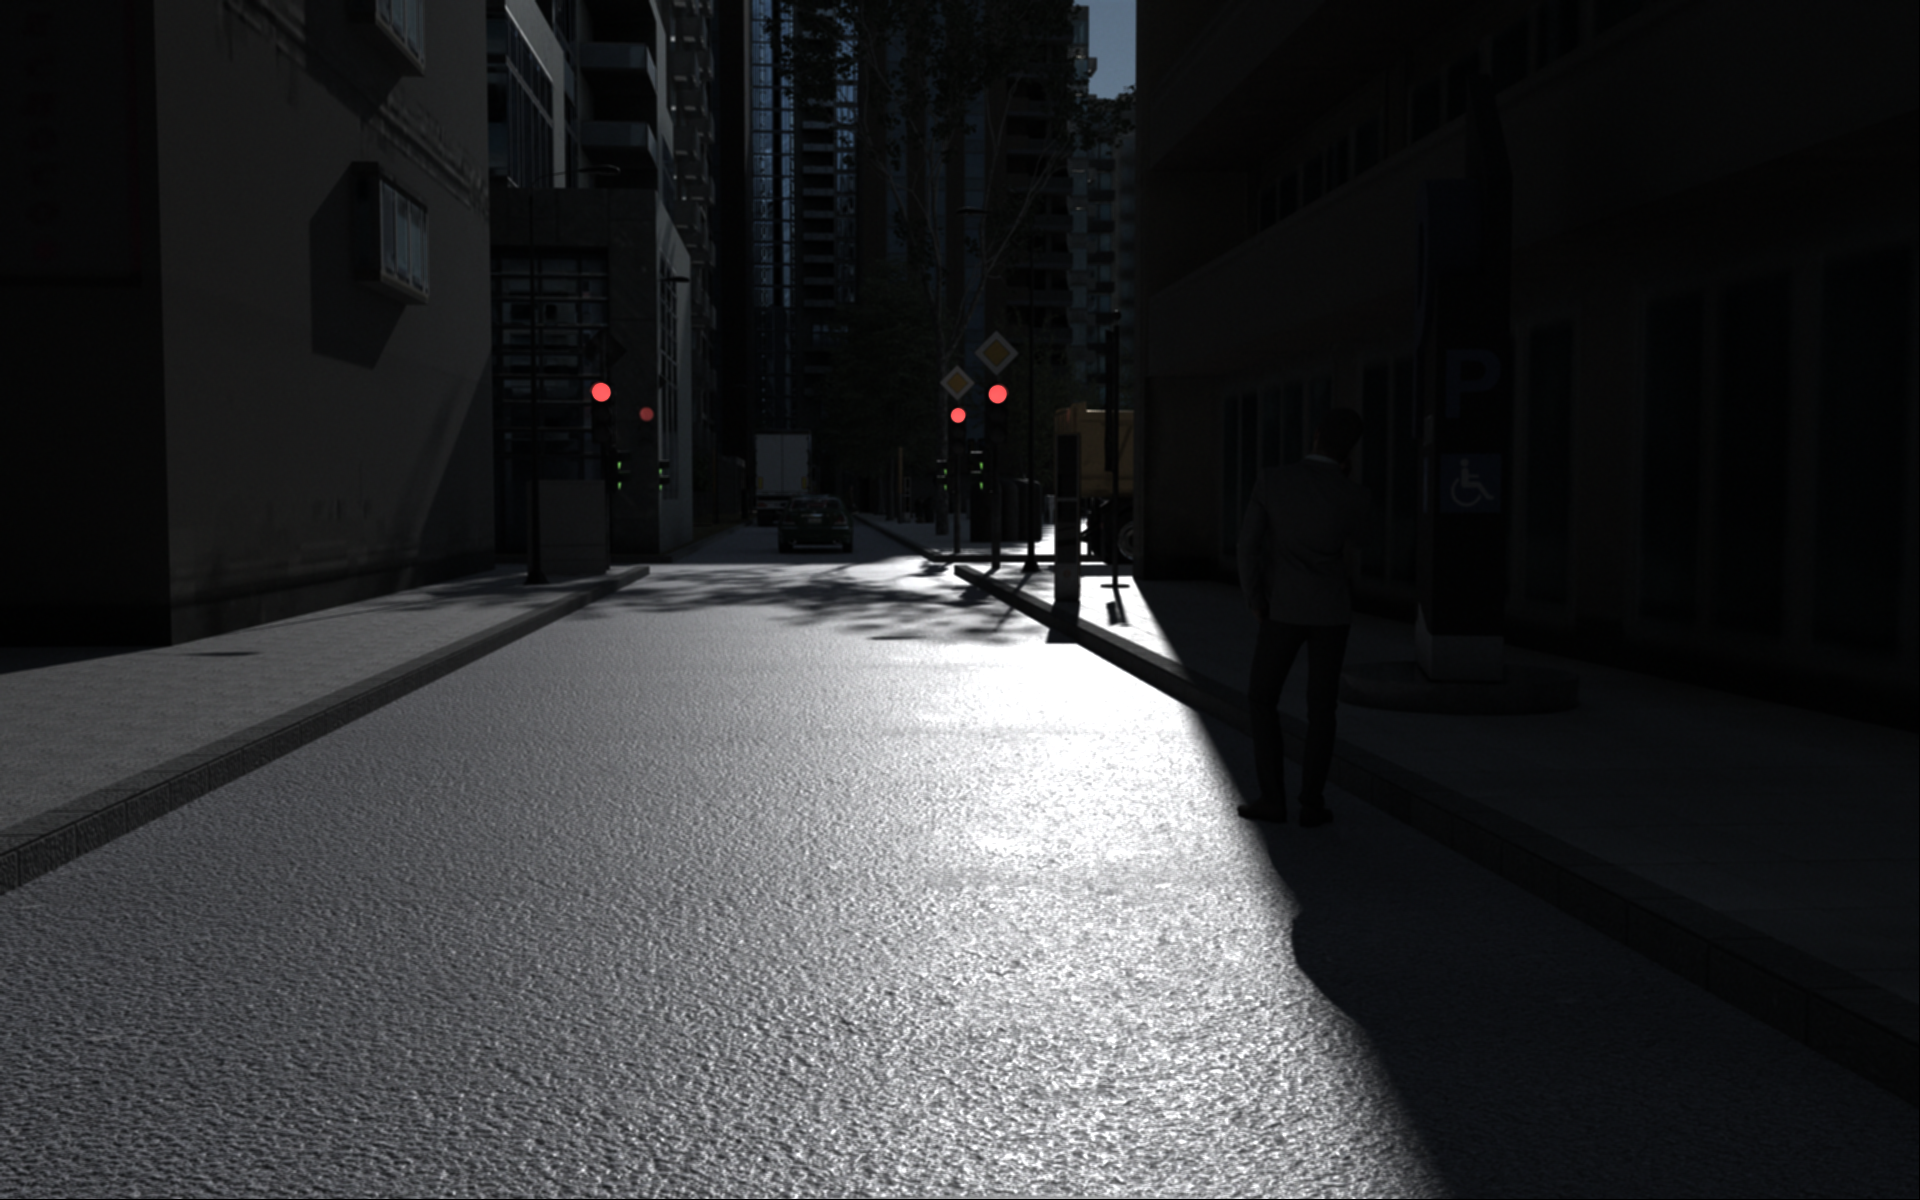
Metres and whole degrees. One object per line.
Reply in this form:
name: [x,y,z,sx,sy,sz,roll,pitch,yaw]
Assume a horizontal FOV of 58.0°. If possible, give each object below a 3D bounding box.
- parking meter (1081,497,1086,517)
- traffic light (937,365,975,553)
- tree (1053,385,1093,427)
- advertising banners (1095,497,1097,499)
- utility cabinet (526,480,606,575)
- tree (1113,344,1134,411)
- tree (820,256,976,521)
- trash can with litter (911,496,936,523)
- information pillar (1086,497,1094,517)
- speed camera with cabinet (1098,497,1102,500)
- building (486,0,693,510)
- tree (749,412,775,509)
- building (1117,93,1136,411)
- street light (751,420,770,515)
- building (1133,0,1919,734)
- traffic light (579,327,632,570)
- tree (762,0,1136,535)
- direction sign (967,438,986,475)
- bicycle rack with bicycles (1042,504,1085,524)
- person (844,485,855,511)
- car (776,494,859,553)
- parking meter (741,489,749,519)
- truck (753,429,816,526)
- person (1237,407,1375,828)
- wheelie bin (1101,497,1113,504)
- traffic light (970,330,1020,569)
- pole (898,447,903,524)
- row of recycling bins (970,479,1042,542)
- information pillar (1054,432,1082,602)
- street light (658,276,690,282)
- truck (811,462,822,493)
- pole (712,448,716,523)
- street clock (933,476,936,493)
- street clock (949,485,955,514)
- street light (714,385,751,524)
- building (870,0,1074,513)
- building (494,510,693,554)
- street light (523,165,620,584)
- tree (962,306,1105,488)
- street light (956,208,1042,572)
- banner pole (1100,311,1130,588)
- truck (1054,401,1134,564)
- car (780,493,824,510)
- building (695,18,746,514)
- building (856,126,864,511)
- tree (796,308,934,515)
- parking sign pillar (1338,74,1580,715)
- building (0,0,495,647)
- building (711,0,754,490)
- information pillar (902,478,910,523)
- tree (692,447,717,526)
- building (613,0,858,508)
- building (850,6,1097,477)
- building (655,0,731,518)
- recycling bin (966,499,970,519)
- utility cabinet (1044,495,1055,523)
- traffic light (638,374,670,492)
parking meter: [7.029,-5.633,97.815,0.255,1.863,0.399,3,5,44]
traffic light: [-0.081,-2.986,37.741,0.839,4.253,0.868,0,4,-5]
tree: [7.630,-9.862,111.606,4.360,8.622,3.978,0,3,0]
advertising banners: [8.173,-6.530,102.951,0.090,3.025,2.074,3,4,36]
utility cabinet: [-6.199,-1.137,27.264,1.173,1.500,0.318,-2,4,-29]
tree: [8.678,-7.981,80.849,4.737,8.622,4.395,0,3,0]
tree: [-2.954,-10.083,82.989,7.486,12.596,7.792,0,3,0]
trash can with litter: [-1.466,-3.951,75.985,0.624,1.170,1.055,3,5,40]
information pillar: [6.912,-5.355,92.053,0.304,2.012,0.304,2,4,27]
speed camera with cabinet: [6.406,-4.709,71.330,0.660,3.252,2.038,3,4,36]
building: [-35.319,-52.638,173.301,31.000,86.520,22.319,0,4,-5]
tree: [-18.796,-12.809,159.791,4.737,8.622,4.395,0,3,0]
building: [21.516,-36.116,210.108,30.456,49.044,23.786,0,4,-5]
street light: [-12.586,-8.322,108.610,1.470,5.913,1.316,0,4,-5]
building: [14.148,-23.962,15.481,21.300,48.544,21.600,0,4,-5]
traffic light: [-5.985,-2.464,29.207,0.839,4.253,0.868,0,4,-5]
tree: [0.719,-12.057,53.029,12.611,20.169,13.585,0,3,0]
direction sign: [0.676,-4.809,70.624,0.876,3.537,0.379,2,4,33]
bicycle rack with bicycles: [4.530,-4.093,80.301,2.852,0.926,2.925,-1,4,-21]
person: [-4.962,-4.240,77.742,0.656,1.842,0.836,1,4,20]
car: [-3.604,-1.947,43.637,2.131,1.459,4.920,0,4,-3]
parking meter: [-10.999,-4.908,88.652,0.372,1.533,0.369,0,3,0]
truck: [-8.113,-5.584,80.214,2.839,4.237,11.283,0,4,-5]
person: [1.493,0.069,7.548,0.592,1.802,0.473,1,4,20]
wheelie bin: [5.567,-3.372,63.045,0.980,1.594,0.693,3,5,43]
traffic light: [0.601,-2.499,29.785,0.839,4.253,0.868,0,4,-5]
pole: [-2.595,-4.961,74.949,0.158,3.312,0.155,0,3,0]
row of recycling bins: [1.330,-2.464,47.391,1.069,1.692,3.534,2,4,26]
information pillar: [1.290,-0.992,20.713,0.304,2.012,0.304,0,4,7]
street light: [-6.462,-3.947,37.072,1.470,5.913,1.316,0,4,-5]
truck: [-13.973,-10.253,156.555,2.839,4.237,11.283,0,4,-4]
pole: [-10.827,-5.052,76.437,0.158,3.312,0.155,0,3,0]
street clock: [-0.745,-3.622,63.794,0.471,2.002,0.358,1,4,10]
street clock: [-0.597,-6.607,112.590,0.471,2.002,0.358,-1,4,-15]
street light: [-9.799,-6.185,73.662,1.470,5.913,1.316,0,4,-5]
building: [-0.092,-28.878,122.260,14.600,45.320,14.200,0,4,-5]
building: [-18.862,-45.025,48.837,22.319,86.520,31.000,0,4,-5]
street light: [-5.507,-3.184,24.597,1.470,5.913,1.316,0,4,-5]
tree: [2.360,-7.125,66.851,4.737,8.622,4.395,0,3,0]
street light: [0.630,-3.410,28.294,1.470,5.913,1.316,0,4,-5]
banner pole: [2.065,-2.051,23.552,0.401,3.779,0.863,1,4,19]
truck: [6.823,-2.311,33.703,9.791,3.379,3.469,0,4,-4]
car: [-5.480,-3.296,62.922,2.155,1.783,4.494,0,4,-3]
building: [-25.587,-41.702,120.080,20.563,71.187,20.611,0,4,-5]
building: [-1.198,-22.330,136.797,14.160,30.474,14.107,0,4,-5]
tree: [-4.922,-11.514,105.264,9.611,12.733,9.660,0,3,0]
parking sign pillar: [3.075,-1.355,10.626,1.447,3.967,1.447,1,4,11]
building: [-17.476,-24.027,16.550,21.600,48.544,21.300,0,4,-5]
building: [-23.840,-29.868,138.455,14.600,45.320,14.200,0,4,-5]
information pillar: [-2.416,-4.459,77.397,0.304,2.012,0.304,-2,4,-30]
tree: [-10.373,-4.579,69.464,1.663,3.219,1.824,0,3,0]
building: [-23.579,-54.540,204.395,31.000,86.520,22.319,0,4,-5]
building: [0.977,-33.893,173.763,23.786,49.044,30.456,0,4,-5]
building: [-24.202,-28.668,88.322,23.786,49.044,30.456,0,4,-5]
recycling bin: [0.784,-4.631,88.265,0.722,1.027,0.722,2,4,28]
utility cabinet: [4.150,-4.011,76.745,0.306,1.237,1.020,3,5,41]
traffic light: [-6.667,-2.951,37.163,0.839,4.253,0.868,0,4,-5]
